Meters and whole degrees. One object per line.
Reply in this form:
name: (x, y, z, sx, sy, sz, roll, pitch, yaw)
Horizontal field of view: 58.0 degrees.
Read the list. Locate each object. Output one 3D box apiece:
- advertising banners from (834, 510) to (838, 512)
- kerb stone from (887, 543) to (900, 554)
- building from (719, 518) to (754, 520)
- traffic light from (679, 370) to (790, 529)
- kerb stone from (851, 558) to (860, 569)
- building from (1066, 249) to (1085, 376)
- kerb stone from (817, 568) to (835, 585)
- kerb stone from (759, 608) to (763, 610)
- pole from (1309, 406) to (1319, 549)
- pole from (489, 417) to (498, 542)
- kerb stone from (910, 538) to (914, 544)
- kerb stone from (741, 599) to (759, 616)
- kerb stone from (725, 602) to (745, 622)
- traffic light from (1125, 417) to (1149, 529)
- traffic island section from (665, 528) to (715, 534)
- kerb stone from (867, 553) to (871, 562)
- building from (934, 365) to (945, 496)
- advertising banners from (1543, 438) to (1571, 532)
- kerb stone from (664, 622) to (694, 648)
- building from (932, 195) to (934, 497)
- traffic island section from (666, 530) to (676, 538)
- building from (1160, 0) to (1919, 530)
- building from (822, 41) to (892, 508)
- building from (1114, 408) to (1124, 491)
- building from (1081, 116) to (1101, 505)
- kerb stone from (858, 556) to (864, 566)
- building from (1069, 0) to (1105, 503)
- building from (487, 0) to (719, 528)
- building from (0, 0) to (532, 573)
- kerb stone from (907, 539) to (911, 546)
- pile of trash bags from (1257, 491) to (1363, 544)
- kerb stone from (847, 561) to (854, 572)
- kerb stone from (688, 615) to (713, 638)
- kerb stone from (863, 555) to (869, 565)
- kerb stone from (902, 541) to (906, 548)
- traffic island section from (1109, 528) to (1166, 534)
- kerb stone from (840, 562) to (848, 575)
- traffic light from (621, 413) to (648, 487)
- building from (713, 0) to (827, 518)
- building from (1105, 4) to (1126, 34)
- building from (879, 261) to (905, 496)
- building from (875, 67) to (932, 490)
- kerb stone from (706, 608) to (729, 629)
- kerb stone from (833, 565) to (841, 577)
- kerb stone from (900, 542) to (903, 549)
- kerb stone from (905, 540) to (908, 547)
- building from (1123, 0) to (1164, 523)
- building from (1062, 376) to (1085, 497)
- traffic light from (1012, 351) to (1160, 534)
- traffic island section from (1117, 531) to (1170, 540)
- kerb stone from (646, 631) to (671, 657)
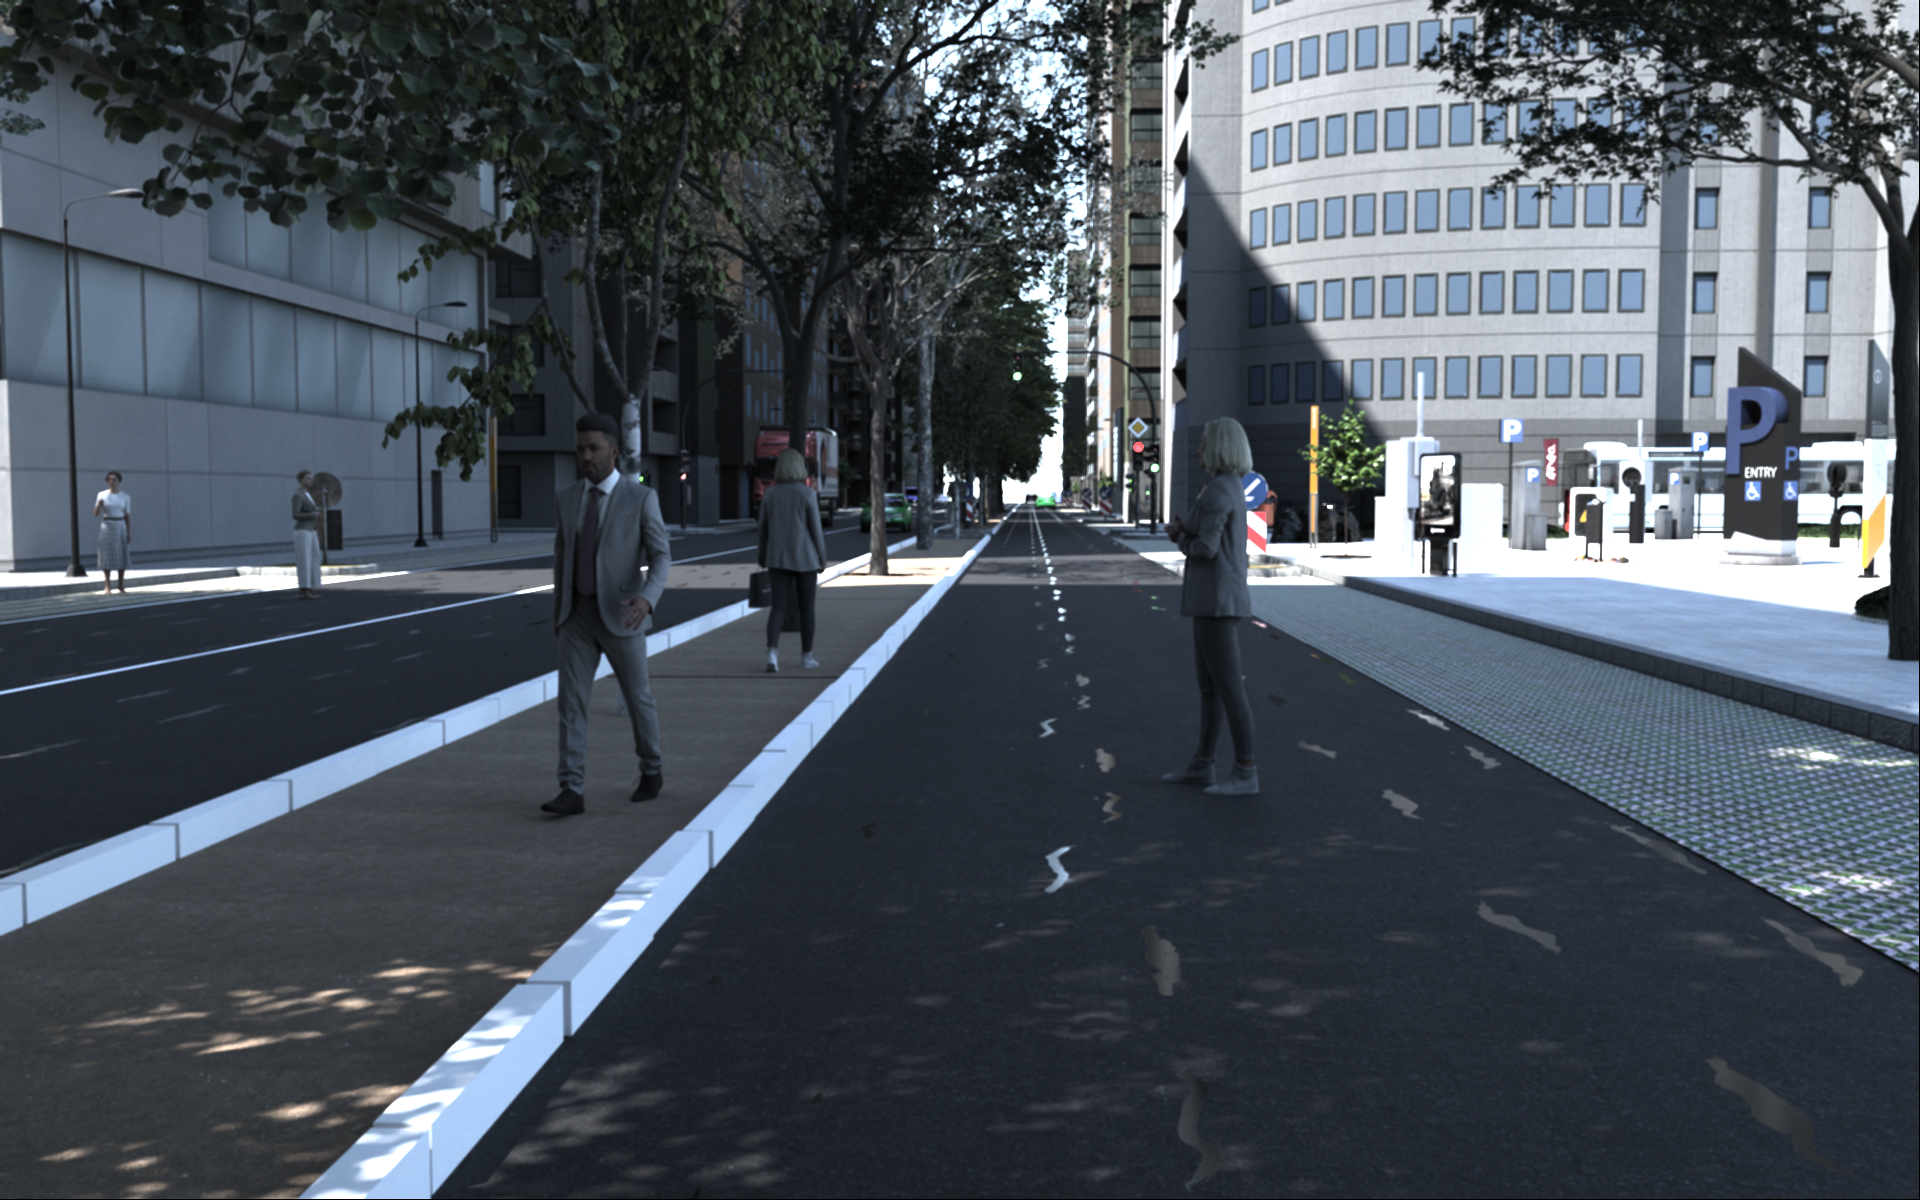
advertising banners: (-9.173, -8.033, 127.523, 0.090, 3.025, 2.074, 0, 4, 5)
kerb stone: (-1.658, -1.278, 43.096, 0.120, 0.150, 1.000, 0, 4, 2)
building: (-17.272, -26.998, 91.529, 14.600, 45.320, 14.200, 0, 4, 2)
traffic light: (-8.059, -5.438, 63.577, 4.771, 5.953, 1.251, 0, 4, 2)
kerb stone: (-2.064, -0.653, 32.866, 0.120, 0.150, 1.000, 0, 4, 2)
building: (24.748, -37.064, 289.591, 14.154, 41.232, 14.086, 0, 4, 2)
kerb stone: (-2.231, -0.399, 28.778, 0.120, 0.150, 1.000, 0, 4, 2)
kerb stone: (-2.512, 0.040, 21.606, 0.120, 0.150, 1.000, 0, 4, 2)
pole: (8.218, -2.834, 40.182, 0.158, 3.312, 0.155, 0, 3, 0)
pole: (-12.382, -3.188, 45.960, 0.158, 3.312, 0.155, 0, 3, 0)
kerb stone: (-1.452, -1.592, 48.232, 0.120, 0.150, 1.000, 0, 4, 2)
kerb stone: (-2.552, 0.099, 20.584, 0.120, 0.150, 1.000, 0, 4, 2)
kerb stone: (-2.603, 0.161, 19.560, 0.120, 0.150, 1.000, 0, 4, 2)
traffic light: (6.446, -4.530, 62.983, 0.839, 4.253, 0.868, 0, 4, 2)
traffic island section: (-10.192, -2.537, 63.761, 2.009, 0.180, 2.903, 0, 4, 2)
kerb stone: (-1.951, -0.835, 35.932, 0.120, 0.150, 1.000, 0, 4, 2)
building: (-9.935, -31.565, 287.786, 14.160, 30.474, 14.107, 0, 4, 2)
advertising banners: (19.141, -3.545, 54.142, 0.090, 3.025, 2.074, -3, 5, -40)
kerb stone: (-2.718, 0.349, 16.486, 0.120, 0.150, 1.000, 0, 4, 2)
building: (-15.227, -44.242, 265.363, 21.231, 58.520, 28.212, 0, 4, 2)
traffic island section: (-10.509, -2.049, 55.783, 2.009, 0.180, 2.903, 0, 4, 2)
building: (23.153, -32.329, 70.586, 28.212, 58.520, 21.231, 0, 4, 2)
building: (-18.827, -32.249, 181.903, 22.147, 44.769, 28.867, 0, 4, 2)
building: (22.811, -49.393, 120.241, 22.319, 86.520, 31.000, 0, 4, 2)
building: (26.082, -35.356, 197.684, 23.786, 49.044, 30.456, 0, 4, 2)
kerb stone: (-2.027, -0.715, 33.888, 0.120, 0.150, 1.000, 0, 4, 2)
building: (25.840, -49.164, 242.074, 20.563, 71.187, 20.611, 0, 4, 2)
building: (-18.037, -18.237, 69.883, 14.160, 30.474, 14.107, 0, 4, 2)
building: (-26.983, -27.615, 40.743, 27.495, 52.752, 28.713, 0, 4, 2)
kerb stone: (-1.494, -1.528, 47.203, 0.120, 0.150, 1.000, 0, 4, 2)
pile of trash bags: (8.914, -2.175, 45.309, 3.447, 1.369, 1.912, -3, 5, -42)
kerb stone: (-2.104, -0.585, 31.845, 0.120, 0.150, 1.000, 0, 4, 2)
kerb stone: (-2.677, 0.287, 17.507, 0.120, 0.150, 1.000, 0, 4, 2)
kerb stone: (-1.984, -0.773, 34.909, 0.120, 0.150, 1.000, 0, 4, 2)
kerb stone: (-1.566, -1.404, 45.146, 0.120, 0.150, 1.000, 0, 4, 2)
traffic island section: (6.486, -2.496, 63.096, 2.009, 0.180, 2.903, 0, 4, 2)
kerb stone: (-2.147, -0.528, 30.823, 0.120, 0.150, 1.000, 0, 4, 2)
traffic light: (-10.470, -4.081, 55.646, 0.839, 4.253, 0.868, 0, 4, 2)
building: (-16.476, -28.352, 113.673, 14.600, 45.320, 14.200, 0, 4, 2)
building: (19.414, -30.393, 147.038, 14.600, 45.320, 14.200, 0, 4, 2)
building: (-14.014, -26.440, 203.993, 14.160, 30.474, 14.107, 0, 4, 2)
building: (-15.642, -42.515, 237.125, 21.231, 58.520, 28.212, 0, 4, 2)
kerb stone: (-2.640, 0.224, 18.530, 0.120, 0.150, 1.000, 0, 4, 2)
kerb stone: (-2.197, -0.461, 29.800, 0.120, 0.150, 1.000, 0, 4, 2)
kerb stone: (-1.612, -1.341, 44.125, 0.120, 0.150, 1.000, 0, 4, 2)
kerb stone: (-1.538, -1.462, 46.175, 0.120, 0.150, 1.000, 0, 4, 2)
building: (15.651, -19.573, 91.715, 14.160, 30.474, 14.107, 0, 4, 2)
building: (29.875, -25.879, 268.158, 27.650, 21.520, 28.899, 0, 4, 2)
traffic light: (4.035, -4.910, 54.946, 4.771, 5.953, 1.251, 0, 4, 2)
traffic island section: (6.169, -2.008, 55.117, 2.009, 0.180, 2.903, 0, 4, 2)
kerb stone: (-2.768, 0.415, 15.459, 0.120, 0.150, 1.000, 0, 4, 2)
